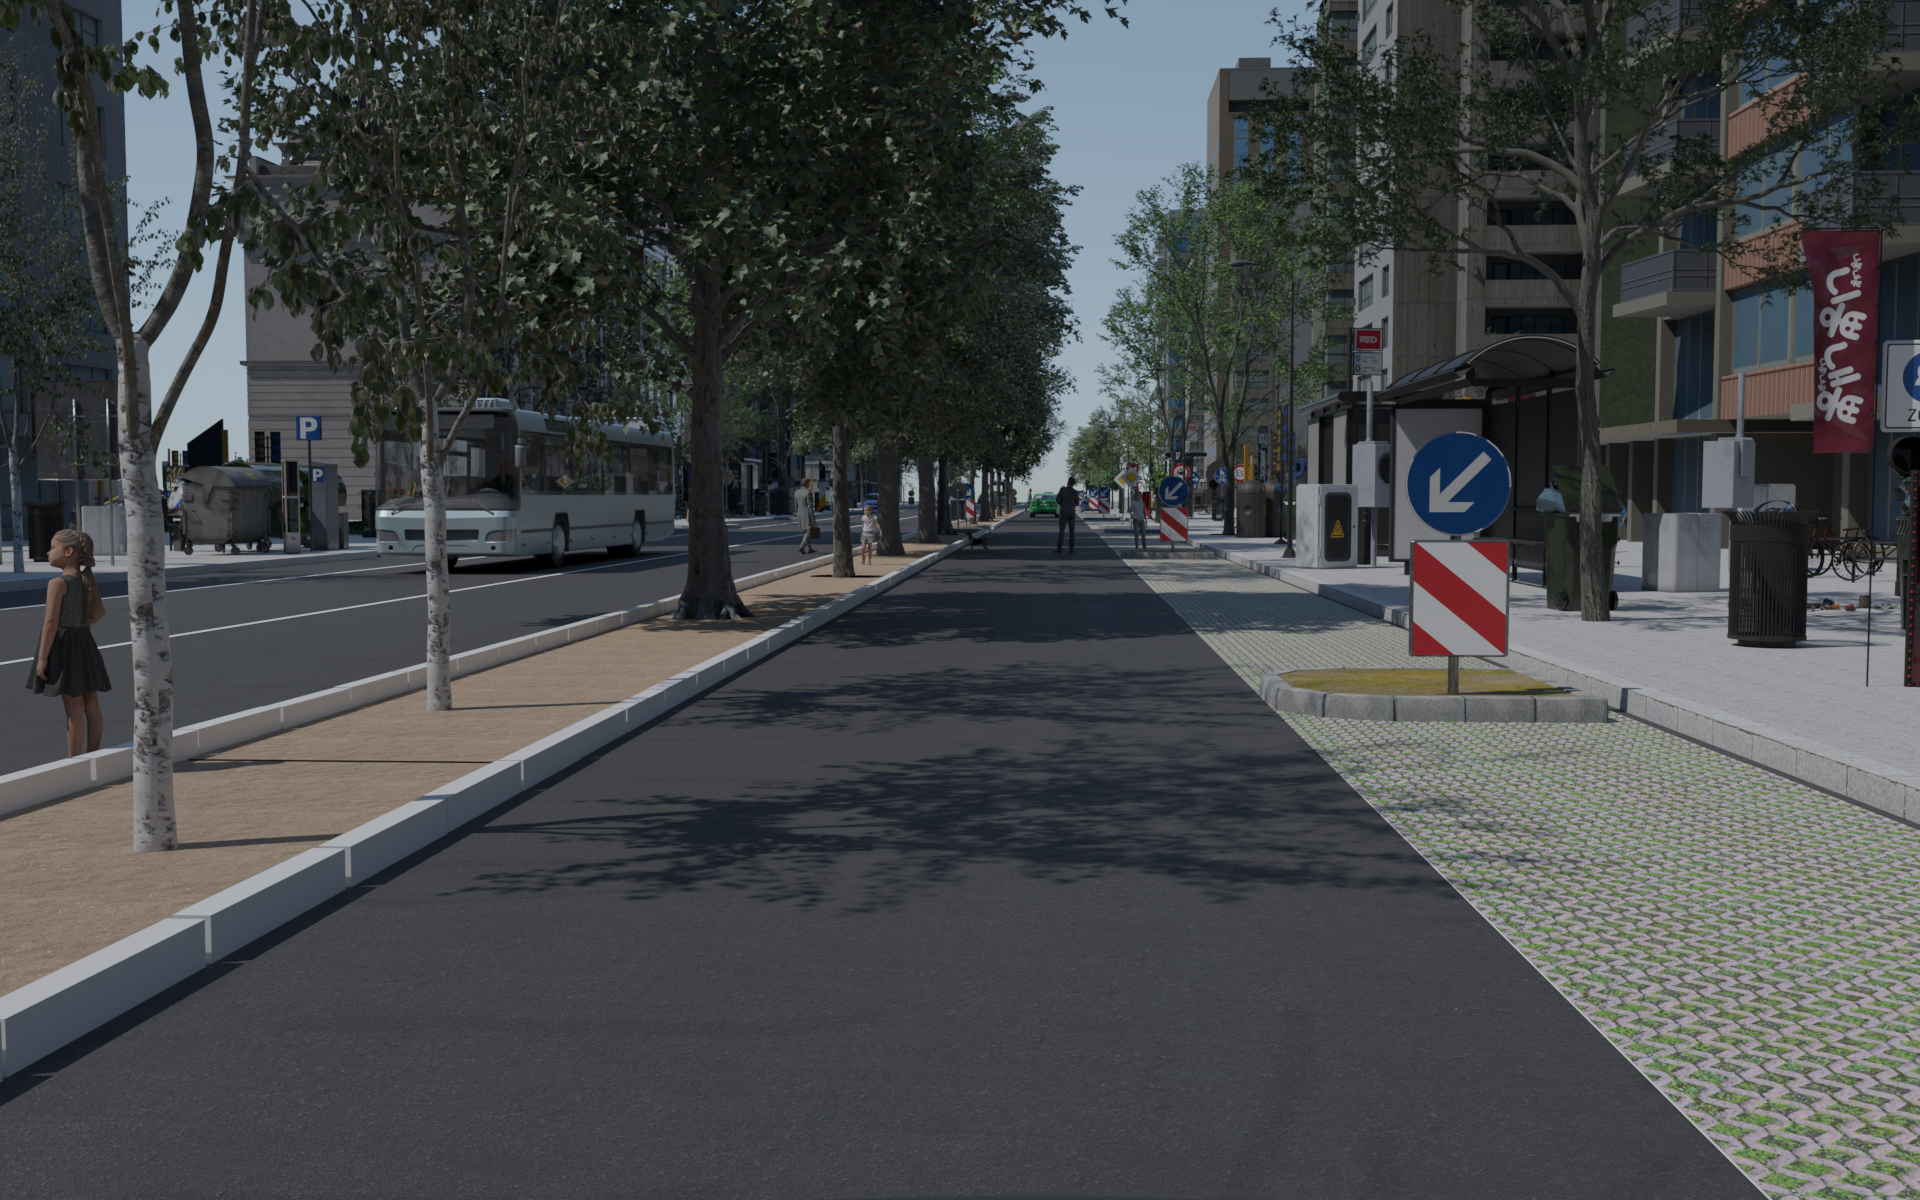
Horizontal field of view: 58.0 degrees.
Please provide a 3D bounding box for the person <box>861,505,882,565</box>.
[{"bbox_3d":[-1.780,-1.300,34.771,0.505,1.210,0.382,1,4,17],"label":"person"}]

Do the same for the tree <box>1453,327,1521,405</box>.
[{"bbox_3d":[23.914,-7.753,77.131,4.360,8.622,3.978,0,3,0],"label":"tree"}]

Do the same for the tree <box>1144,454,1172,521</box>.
[{"bbox_3d":[9.660,-5.480,84.197,1.663,3.219,1.824,0,3,0],"label":"tree"}]

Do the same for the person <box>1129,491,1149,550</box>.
[{"bbox_3d":[4.464,-1.946,42.905,0.523,1.515,0.503,3,5,40],"label":"person"}]

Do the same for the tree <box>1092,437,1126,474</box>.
[{"bbox_3d":[17.589,-15.663,206.453,4.360,8.622,3.978,0,3,0],"label":"tree"}]

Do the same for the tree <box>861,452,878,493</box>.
[{"bbox_3d":[-8.166,-13.071,164.071,4.737,8.622,4.395,0,3,0],"label":"tree"}]

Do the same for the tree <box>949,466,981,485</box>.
[{"bbox_3d":[0.073,-23.464,301.762,7.486,12.596,7.792,0,3,0],"label":"tree"}]

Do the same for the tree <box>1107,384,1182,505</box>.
[{"bbox_3d":[11.850,-9.727,109.399,4.737,8.622,4.395,0,3,0],"label":"tree"}]

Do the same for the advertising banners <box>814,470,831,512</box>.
[{"bbox_3d":[-10.394,-7.949,126.157,2.074,3.025,0.090,0,4,-7],"label":"advertising banners"}]

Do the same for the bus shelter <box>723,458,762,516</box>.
[{"bbox_3d":[-13.370,-7.548,101.038,2.179,5.291,8.768,0,4,3],"label":"bus shelter"}]

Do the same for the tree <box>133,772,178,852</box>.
[{"bbox_3d":[-3.227,-3.280,6.455,4.360,8.622,3.978,0,3,0],"label":"tree"}]

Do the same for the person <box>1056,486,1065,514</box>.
[{"bbox_3d":[4.439,-4.023,74.524,0.600,1.795,0.529,1,4,9],"label":"person"}]

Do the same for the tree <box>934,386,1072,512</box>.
[{"bbox_3d":[3.944,-13.970,141.239,12.009,13.543,11.850,0,3,0],"label":"tree"}]

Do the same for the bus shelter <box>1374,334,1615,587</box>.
[{"bbox_3d":[7.428,-1.887,24.774,2.014,3.302,5.546,0,4,3],"label":"bus shelter"}]

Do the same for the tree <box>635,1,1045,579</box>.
[{"bbox_3d":[-2.094,-6.188,29.391,9.928,11.665,9.643,0,3,0],"label":"tree"}]

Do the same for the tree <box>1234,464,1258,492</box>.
[{"bbox_3d":[16.110,-6.366,98.677,1.663,3.219,1.824,0,3,0],"label":"tree"}]

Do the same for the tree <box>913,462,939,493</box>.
[{"bbox_3d":[-3.196,-19.112,246.891,8.767,10.594,7.601,-3,5,-41],"label":"tree"}]

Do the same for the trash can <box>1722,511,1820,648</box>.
[{"bbox_3d":[6.811,-0.180,14.596,0.748,1.137,0.748,0,3,0],"label":"trash can"}]

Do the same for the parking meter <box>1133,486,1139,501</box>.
[{"bbox_3d":[12.239,-7.027,120.610,0.399,1.863,0.255,-2,4,-32],"label":"parking meter"}]

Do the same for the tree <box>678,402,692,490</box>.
[{"bbox_3d":[-19.009,-10.058,114.818,4.737,8.622,4.395,0,3,0],"label":"tree"}]

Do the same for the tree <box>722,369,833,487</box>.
[{"bbox_3d":[-11.329,-10.799,110.975,7.601,10.594,8.767,2,4,34],"label":"tree"}]

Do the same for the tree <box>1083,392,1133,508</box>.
[{"bbox_3d":[14.714,-13.572,156.312,7.601,10.594,8.767,-1,4,-21],"label":"tree"}]

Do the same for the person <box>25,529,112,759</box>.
[{"bbox_3d":[-4.533,0.268,8.781,0.373,1.253,0.362,1,4,10],"label":"person"}]

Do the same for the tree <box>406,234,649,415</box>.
[{"bbox_3d":[-13.974,-7.413,55.618,8.767,10.594,7.601,0,4,-1],"label":"tree"}]

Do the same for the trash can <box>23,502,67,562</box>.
[{"bbox_3d":[-17.283,-1.290,32.750,0.748,1.137,0.748,0,3,0],"label":"trash can"}]

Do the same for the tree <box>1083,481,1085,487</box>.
[{"bbox_3d":[20.408,-16.941,260.697,4.285,4.588,4.351,0,3,0],"label":"tree"}]

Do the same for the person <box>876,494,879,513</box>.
[{"bbox_3d":[-6.056,-7.482,131.007,0.537,1.800,0.526,2,4,33],"label":"person"}]

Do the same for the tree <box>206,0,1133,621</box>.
[{"bbox_3d":[-2.904,-6.121,19.537,9.611,12.733,9.660,0,3,0],"label":"tree"}]

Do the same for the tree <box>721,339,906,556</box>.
[{"bbox_3d":[-1.614,-7.984,39.657,9.857,13.997,8.962,0,3,0],"label":"tree"}]

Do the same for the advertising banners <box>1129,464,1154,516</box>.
[{"bbox_3d":[10.781,-6.337,99.791,2.074,3.025,0.090,0,4,-1],"label":"advertising banners"}]

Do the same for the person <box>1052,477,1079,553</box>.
[{"bbox_3d":[2.589,-2.089,42.462,0.655,1.846,0.447,-1,4,-14],"label":"person"}]

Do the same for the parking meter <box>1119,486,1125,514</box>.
[{"bbox_3d":[10.653,-6.624,114.010,0.255,1.863,0.399,2,4,32],"label":"parking meter"}]

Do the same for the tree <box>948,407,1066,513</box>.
[{"bbox_3d":[3.793,-11.882,131.137,8.767,10.594,7.601,0,4,3],"label":"tree"}]

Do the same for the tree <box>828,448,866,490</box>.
[{"bbox_3d":[-9.342,-11.677,141.284,4.360,8.622,3.978,0,3,0],"label":"tree"}]

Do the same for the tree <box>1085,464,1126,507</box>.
[{"bbox_3d":[15.861,-11.906,178.383,4.285,4.588,4.351,0,3,0],"label":"tree"}]

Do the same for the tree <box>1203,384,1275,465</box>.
[{"bbox_3d":[18.436,-10.173,116.685,4.360,8.622,3.978,0,3,0],"label":"tree"}]

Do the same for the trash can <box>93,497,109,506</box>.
[{"bbox_3d":[-40.215,-4.254,81.204,0.748,1.137,0.748,0,3,0],"label":"trash can"}]

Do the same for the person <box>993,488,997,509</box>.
[{"bbox_3d":[1.991,-6.078,107.715,0.661,1.843,0.795,0,4,-8],"label":"person"}]

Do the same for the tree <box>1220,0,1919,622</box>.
[{"bbox_3d":[6.101,-5.070,17.303,7.601,10.594,8.767,1,4,13],"label":"tree"}]

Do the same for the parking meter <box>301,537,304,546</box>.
[{"bbox_3d":[-16.531,-2.127,43.180,0.372,1.533,0.369,0,3,0],"label":"parking meter"}]

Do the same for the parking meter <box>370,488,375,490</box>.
[{"bbox_3d":[-24.775,-3.968,73.293,0.372,1.533,0.369,0,3,0],"label":"parking meter"}]

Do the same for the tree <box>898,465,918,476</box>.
[{"bbox_3d":[-4.855,-18.919,219.695,12.009,13.543,11.850,0,3,0],"label":"tree"}]

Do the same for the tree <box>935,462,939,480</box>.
[{"bbox_3d":[-3.907,-17.454,235.732,4.360,8.622,3.978,0,3,0],"label":"tree"}]

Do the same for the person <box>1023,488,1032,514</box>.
[{"bbox_3d":[4.984,-7.188,125.872,0.795,1.843,0.661,0,4,7],"label":"person"}]

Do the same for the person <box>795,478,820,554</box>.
[{"bbox_3d":[-3.650,-2.011,41.481,0.694,1.812,0.767,3,5,45],"label":"person"}]

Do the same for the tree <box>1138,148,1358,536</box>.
[{"bbox_3d":[8.304,-7.809,53.441,9.928,11.665,9.643,0,3,0],"label":"tree"}]

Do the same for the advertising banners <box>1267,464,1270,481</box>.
[{"bbox_3d":[17.398,-6.368,100.304,2.074,3.025,0.090,-3,4,-38],"label":"advertising banners"}]

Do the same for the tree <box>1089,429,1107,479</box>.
[{"bbox_3d":[13.515,-11.279,134.766,4.737,8.622,4.395,0,3,0],"label":"tree"}]

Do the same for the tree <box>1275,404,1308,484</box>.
[{"bbox_3d":[26.721,-11.739,142.288,4.360,8.622,3.978,0,3,0],"label":"tree"}]

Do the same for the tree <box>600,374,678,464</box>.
[{"bbox_3d":[-18.482,-8.953,96.744,4.737,8.622,4.395,0,3,0],"label":"tree"}]

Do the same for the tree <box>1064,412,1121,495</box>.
[{"bbox_3d":[19.062,-19.589,238.411,7.486,12.596,7.792,0,3,0],"label":"tree"}]

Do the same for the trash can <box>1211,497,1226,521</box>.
[{"bbox_3d":[12.326,-4.342,82.639,0.748,1.137,0.748,0,3,0],"label":"trash can"}]

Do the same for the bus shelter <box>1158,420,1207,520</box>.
[{"bbox_3d":[11.633,-6.951,91.288,2.179,5.291,8.768,0,4,3],"label":"bus shelter"}]

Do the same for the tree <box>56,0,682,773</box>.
[{"bbox_3d":[-3.430,-3.554,10.925,4.360,8.622,3.978,0,3,0],"label":"tree"}]

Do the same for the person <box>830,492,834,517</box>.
[{"bbox_3d":[-7.837,-6.141,108.769,0.638,1.841,0.748,0,4,2],"label":"person"}]

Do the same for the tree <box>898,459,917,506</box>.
[{"bbox_3d":[-6.136,-14.491,187.284,4.360,8.622,3.978,0,3,0],"label":"tree"}]

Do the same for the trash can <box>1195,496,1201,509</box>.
[{"bbox_3d":[18.635,-7.612,136.103,0.748,1.137,0.748,0,3,0],"label":"trash can"}]

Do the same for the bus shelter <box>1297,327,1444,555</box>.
[{"bbox_3d":[8.992,-3.780,39.436,2.179,5.291,8.768,0,4,3],"label":"bus shelter"}]
